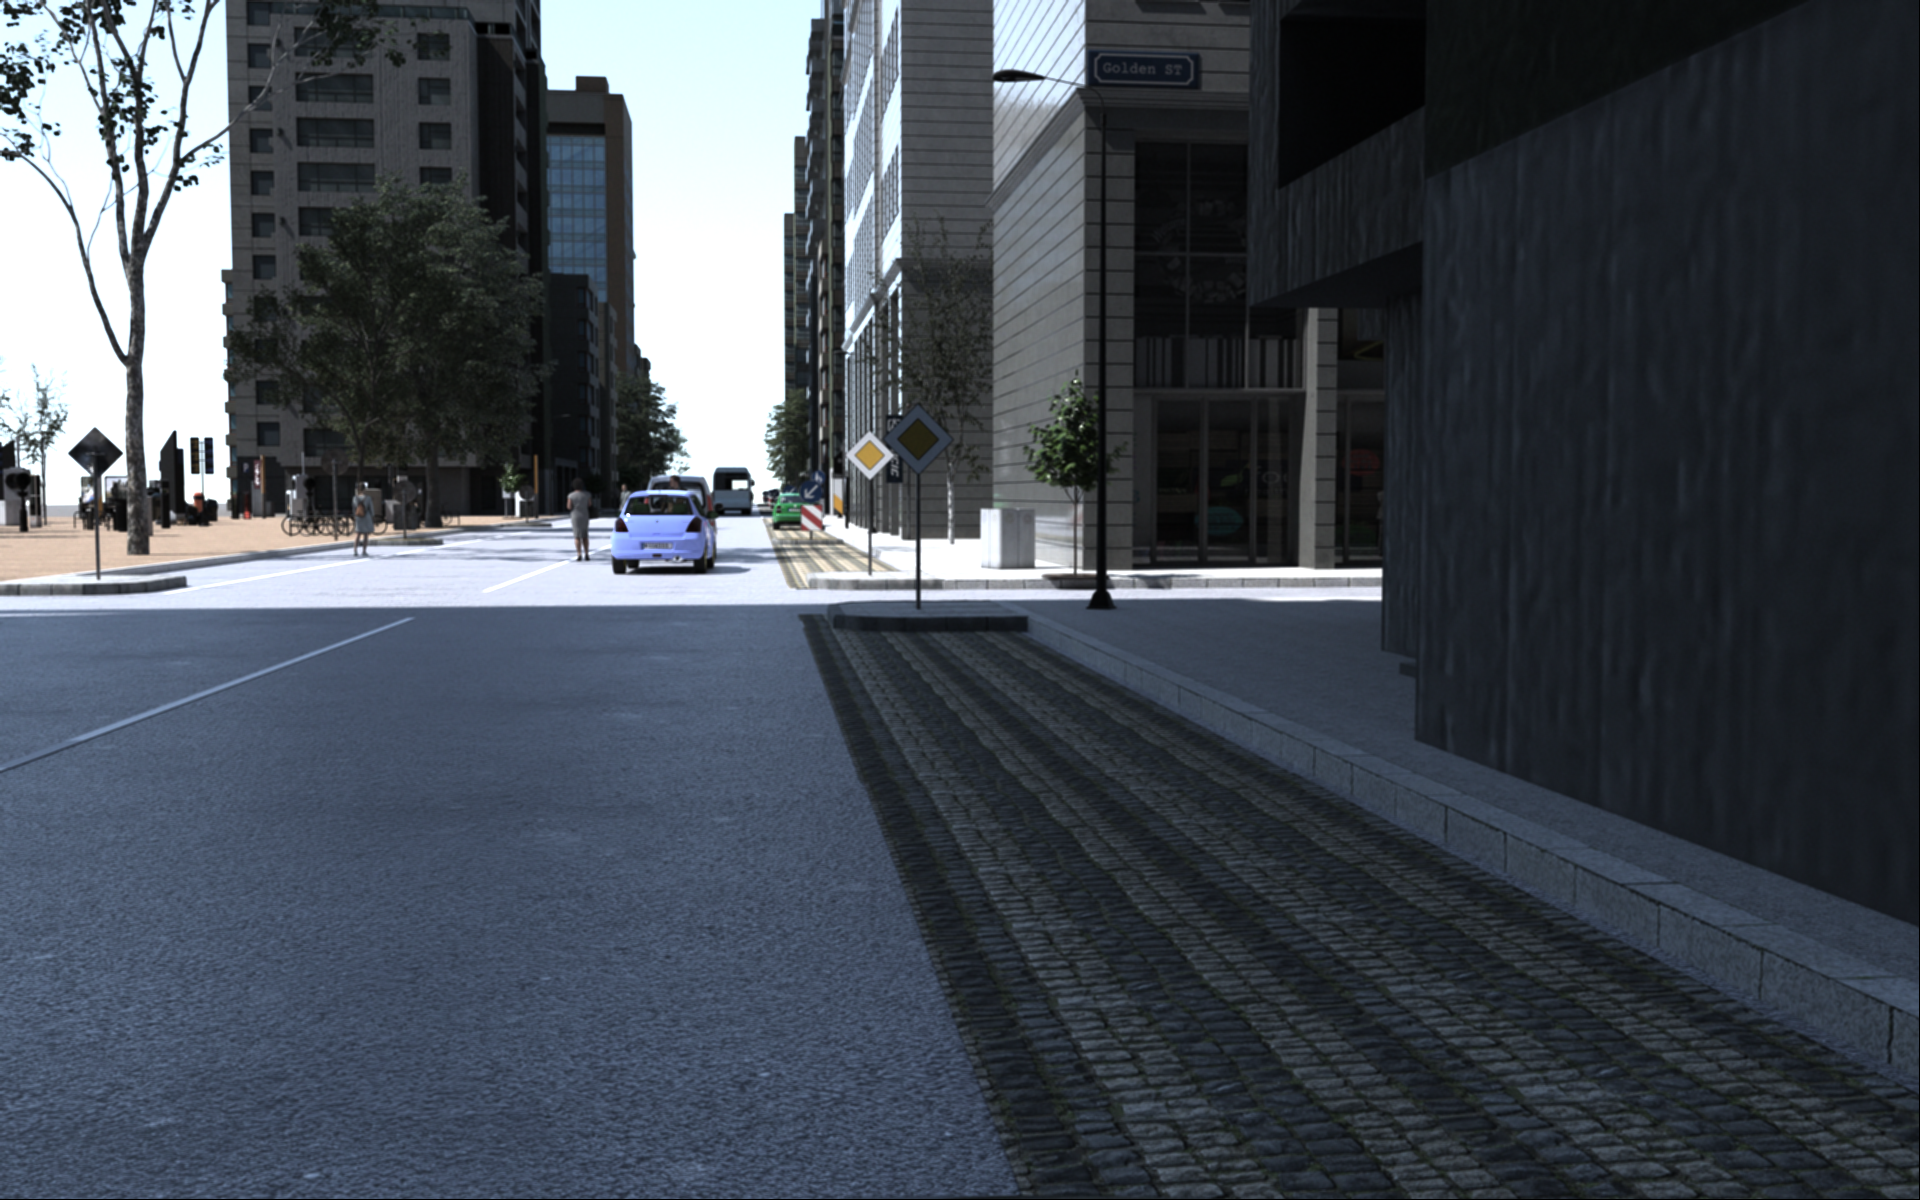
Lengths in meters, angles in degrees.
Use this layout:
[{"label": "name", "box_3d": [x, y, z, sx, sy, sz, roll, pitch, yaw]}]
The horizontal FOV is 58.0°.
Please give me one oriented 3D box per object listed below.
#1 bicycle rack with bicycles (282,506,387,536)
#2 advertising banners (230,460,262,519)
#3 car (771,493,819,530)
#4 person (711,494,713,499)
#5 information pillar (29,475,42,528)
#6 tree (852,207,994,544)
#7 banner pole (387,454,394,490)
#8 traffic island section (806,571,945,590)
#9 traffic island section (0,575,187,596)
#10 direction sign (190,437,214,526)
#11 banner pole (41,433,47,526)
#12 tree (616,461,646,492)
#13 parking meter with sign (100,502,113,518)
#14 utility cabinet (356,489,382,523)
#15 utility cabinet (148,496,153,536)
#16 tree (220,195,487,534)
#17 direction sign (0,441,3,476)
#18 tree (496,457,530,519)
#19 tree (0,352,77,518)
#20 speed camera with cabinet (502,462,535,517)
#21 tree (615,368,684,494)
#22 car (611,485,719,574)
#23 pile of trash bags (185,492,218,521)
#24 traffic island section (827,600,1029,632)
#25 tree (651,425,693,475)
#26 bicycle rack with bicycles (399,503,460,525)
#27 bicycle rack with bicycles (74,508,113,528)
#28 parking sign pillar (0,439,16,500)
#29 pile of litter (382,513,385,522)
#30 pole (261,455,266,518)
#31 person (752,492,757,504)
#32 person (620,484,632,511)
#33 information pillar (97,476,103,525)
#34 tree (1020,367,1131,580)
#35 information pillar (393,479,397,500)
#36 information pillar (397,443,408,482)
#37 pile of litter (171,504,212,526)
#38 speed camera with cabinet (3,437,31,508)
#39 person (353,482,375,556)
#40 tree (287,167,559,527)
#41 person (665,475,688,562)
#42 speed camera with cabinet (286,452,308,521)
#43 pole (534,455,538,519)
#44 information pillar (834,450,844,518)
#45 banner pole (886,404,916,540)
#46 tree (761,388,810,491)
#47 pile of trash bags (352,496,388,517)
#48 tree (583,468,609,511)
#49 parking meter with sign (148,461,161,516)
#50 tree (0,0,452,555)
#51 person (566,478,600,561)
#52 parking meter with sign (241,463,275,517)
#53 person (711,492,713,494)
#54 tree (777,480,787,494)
[{"label": "bicycle rack with bicycles", "box_3d": [-19.522, -2.449, 53.426, 2.925, 0.926, 2.852, 0, 4, 3]}, {"label": "advertising banners", "box_3d": [-36.400, -5.635, 88.320, 2.074, 3.025, 0.090, 1, 4, 20]}, {"label": "car", "box_3d": [-6.677, -3.750, 70.114, 1.959, 1.807, 4.718, 0, 4, -6]}, {"label": "person", "box_3d": [-26.495, -10.607, 185.163, 0.421, 1.427, 0.697, 0, 4, -7]}, {"label": "information pillar", "box_3d": [-35.438, -3.784, 66.359, 0.304, 2.012, 0.304, 0, 4, 6]}, {"label": "tree", "box_3d": [-0.368, -5.725, 43.972, 4.360, 8.622, 3.978, 0, 3, 0]}, {"label": "banner pole", "box_3d": [-29.899, -6.176, 90.999, 0.401, 3.779, 0.863, 1, 4, 9]}, {"label": "traffic island section", "box_3d": [-1.395, -0.305, 27.271, 2.009, 0.180, 2.903, 0, 4, -7]}, {"label": "traffic island section", "box_3d": [-12.905, -0.221, 25.902, 2.009, 0.180, 2.903, 0, 4, -7]}, {"label": "direction sign", "box_3d": [-30.093, -4.699, 68.820, 0.876, 3.537, 0.379, -1, 4, -8]}, {"label": "banner pole", "box_3d": [-37.272, -4.924, 70.531, 0.401, 3.779, 0.863, -2, 4, -34]}, {"label": "tree", "box_3d": [-32.191, -11.272, 168.004, 4.285, 4.588, 4.351, 0, 3, 0]}, {"label": "parking meter with sign", "box_3d": [-45.389, -5.919, 93.030, 1.738, 3.016, 0.543, -3, 4, -38]}, {"label": "utility cabinet", "box_3d": [-25.379, -4.020, 74.400, 0.318, 1.500, 1.173, 2, 4, 29]}, {"label": "utility cabinet", "box_3d": [-24.959, -2.552, 52.892, 0.306, 1.237, 1.020, -3, 5, -40]}, {"label": "tree", "box_3d": [-19.220, -7.370, 54.906, 8.767, 10.594, 7.601, -1, 4, -11]}, {"label": "direction sign", "box_3d": [-41.174, -5.022, 74.101, 0.379, 3.537, 0.876, 0, 4, -2]}, {"label": "tree", "box_3d": [-23.256, -5.831, 89.937, 1.663, 3.219, 1.824, 0, 3, 0]}, {"label": "tree", "box_3d": [-49.580, -8.730, 93.093, 4.360, 8.622, 3.978, 0, 3, 0]}, {"label": "speed camera with cabinet", "box_3d": [-24.540, -6.232, 96.237, 2.038, 3.252, 0.660, 3, 4, 36]}, {"label": "tree", "box_3d": [-33.059, -16.434, 175.353, 9.857, 13.997, 8.962, 0, 3, 0]}, {"label": "car", "box_3d": [-5.519, -1.399, 32.463, 1.945, 1.707, 3.694, 0, 4, -5]}, {"label": "pile of trash bags", "box_3d": [-35.678, -4.351, 80.888, 1.912, 1.369, 3.447, -2, 4, -29]}, {"label": "traffic island section", "box_3d": [-0.445, 0.180, 19.342, 2.009, 0.180, 2.903, 0, 4, -7]}, {"label": "tree", "box_3d": [-43.718, -20.370, 258.810, 9.928, 11.665, 9.643, 0, 3, 0]}, {"label": "bicycle rack with bicycles", "box_3d": [-22.125, -3.539, 71.252, 2.852, 0.926, 2.925, 2, 4, 26]}, {"label": "bicycle rack with bicycles", "box_3d": [-32.221, -3.229, 66.168, 2.852, 0.926, 2.925, 1, 4, 11]}, {"label": "parking sign pillar", "box_3d": [-47.318, -5.938, 85.562, 1.447, 3.967, 1.447, -1, 4, -11]}, {"label": "pile of litter", "box_3d": [-26.737, -3.937, 78.338, 1.176, 0.858, 1.719, 2, 4, 32]}, {"label": "pole", "box_3d": [-36.577, -5.939, 90.941, 0.158, 3.312, 0.155, 0, 3, 0]}, {"label": "person", "box_3d": [-28.964, -14.227, 241.825, 1.217, 1.735, 0.721, 1, 4, 10]}, {"label": "person", "box_3d": [-12.564, -3.448, 64.969, 0.635, 1.810, 0.391, 2, 4, 34]}, {"label": "information pillar", "box_3d": [-35.778, -4.925, 71.881, 0.183, 3.616, 0.504, 0, 4, 1]}, {"label": "tree", "box_3d": [1.871, -1.942, 26.350, 1.663, 3.219, 1.824, 0, 3, 0]}, {"label": "information pillar", "box_3d": [-27.137, -4.831, 83.486, 0.304, 2.012, 0.304, -1, 4, -10]}, {"label": "information pillar", "box_3d": [-25.323, -5.338, 78.632, 0.183, 3.616, 0.504, 3, 5, 42]}, {"label": "pile of litter", "box_3d": [-31.602, -3.491, 71.043, 1.719, 0.858, 1.176, -2, 4, -24]}, {"label": "speed camera with cabinet", "box_3d": [-33.218, -3.996, 59.664, 2.038, 3.252, 0.660, 0, 4, -7]}, {"label": "person", "box_3d": [-13.761, -1.859, 39.900, 0.512, 1.701, 0.522, 0, 4, -7]}, {"label": "tree", "box_3d": [-20.472, -9.782, 66.583, 9.857, 13.997, 8.962, 0, 3, 0]}, {"label": "person", "box_3d": [-6.071, -1.734, 36.768, 0.656, 1.842, 0.836, -2, 4, -30]}, {"label": "speed camera with cabinet", "box_3d": [-31.530, -5.383, 82.341, 0.660, 3.252, 2.038, -2, 4, -33]}, {"label": "pole", "box_3d": [-22.114, -5.905, 90.385, 0.158, 3.312, 0.155, 0, 3, 0]}, {"label": "information pillar", "box_3d": [-6.503, -6.203, 92.776, 0.504, 3.616, 0.183, 0, 4, 6]}, {"label": "banner pole", "box_3d": [-1.657, -3.556, 48.150, 0.863, 3.779, 0.401, 0, 4, -2]}, {"label": "tree", "box_3d": [-17.689, -16.353, 185.504, 7.486, 12.596, 7.792, 0, 3, 0]}, {"label": "pile of trash bags", "box_3d": [-32.905, -5.305, 96.483, 1.912, 1.369, 3.447, -3, 4, -36]}, {"label": "tree", "box_3d": [-27.649, -8.441, 132.617, 1.663, 3.219, 1.824, 0, 3, 0]}, {"label": "parking meter with sign", "box_3d": [-42.332, -5.806, 91.192, 1.738, 3.016, 0.543, 2, 4, 35]}, {"label": "tree", "box_3d": [-17.514, -11.105, 37.464, 12.611, 20.169, 13.585, 0, 3, 0]}, {"label": "person", "box_3d": [-8.084, -1.728, 37.109, 0.716, 1.782, 0.532, -2, 4, -28]}, {"label": "parking meter with sign", "box_3d": [-39.001, -6.122, 96.358, 1.738, 3.016, 0.543, 1, 4, 12]}, {"label": "person", "box_3d": [-34.343, -14.158, 240.518, 0.617, 1.759, 0.750, 2, 4, 35]}, {"label": "tree", "box_3d": [-22.456, -13.762, 219.614, 1.663, 3.219, 1.824, 0, 3, 0]}]
